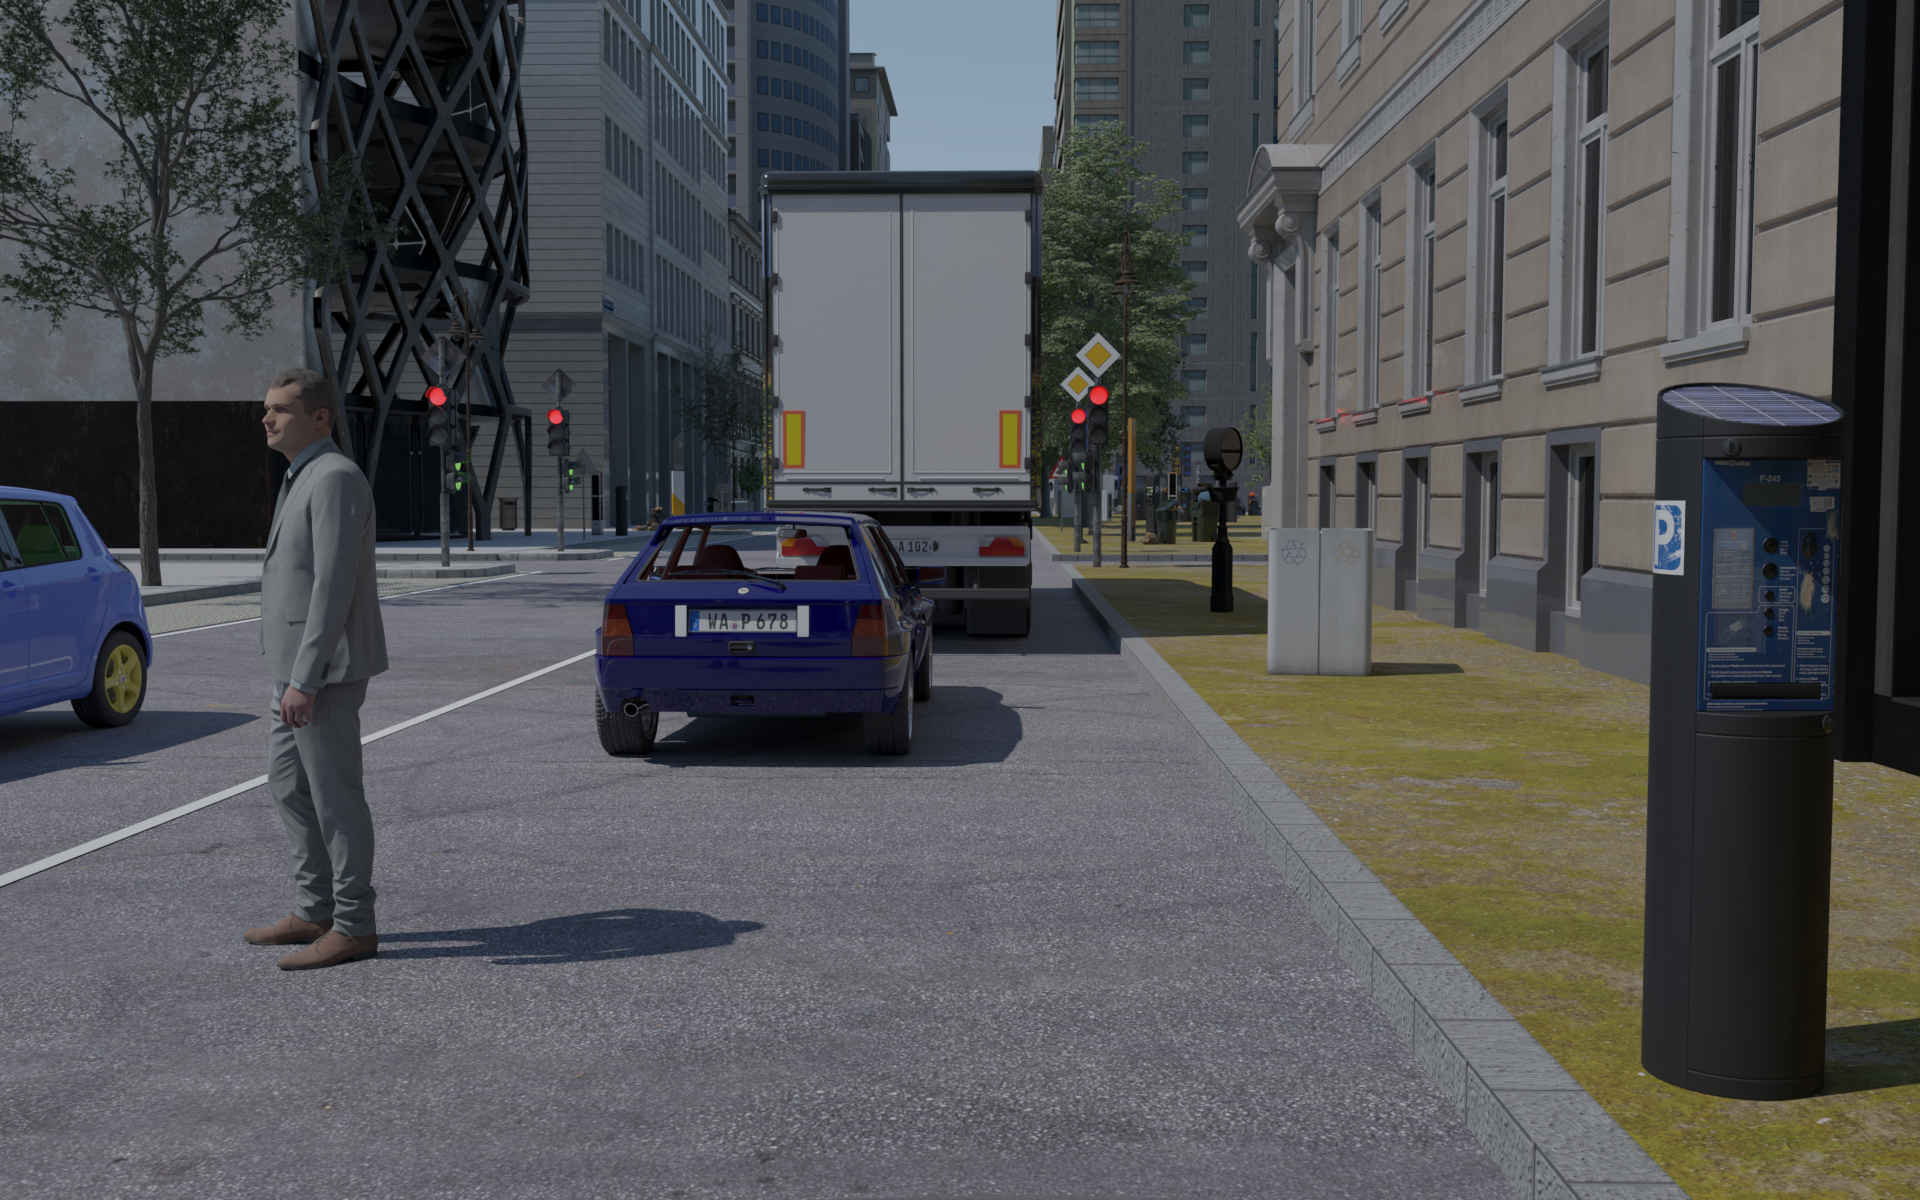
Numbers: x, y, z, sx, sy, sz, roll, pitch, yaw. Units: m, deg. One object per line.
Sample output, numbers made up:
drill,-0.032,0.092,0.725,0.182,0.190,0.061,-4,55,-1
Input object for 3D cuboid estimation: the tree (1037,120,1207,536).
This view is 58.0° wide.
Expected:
tree,3.922,-8.256,53.112,7.486,12.596,7.792,0,3,0

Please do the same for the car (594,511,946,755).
car,-1.080,0.105,10.871,1.945,1.354,3.894,0,4,2

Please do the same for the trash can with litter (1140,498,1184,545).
trash can with litter,5.132,-2.001,44.097,1.055,1.170,0.624,-2,4,-35

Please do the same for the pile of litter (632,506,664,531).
pile of litter,-10.813,-2.858,60.689,1.176,0.858,1.719,-2,4,-33

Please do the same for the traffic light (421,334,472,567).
traffic light,-9.075,-2.543,30.502,0.839,4.253,0.868,0,4,1

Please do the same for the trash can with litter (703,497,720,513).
trash can with litter,-10.087,-3.676,71.486,0.624,1.170,1.055,1,4,22

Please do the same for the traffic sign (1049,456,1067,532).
traffic sign,3.461,-3.606,58.955,0.884,2.594,0.081,1,4,9

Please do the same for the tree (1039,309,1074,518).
tree,4.669,-11.458,93.990,9.857,13.997,8.962,0,3,0

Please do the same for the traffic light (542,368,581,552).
traffic light,-8.878,-3.031,38.484,0.839,4.253,0.868,0,4,1

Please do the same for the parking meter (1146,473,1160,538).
parking meter,5.304,-2.565,47.651,0.255,1.863,0.399,3,4,37

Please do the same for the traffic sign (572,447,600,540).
traffic sign,-10.497,-2.956,48.331,0.884,2.594,0.081,0,4,2

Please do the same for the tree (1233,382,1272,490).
tree,19.697,-9.773,110.154,4.737,8.622,4.395,0,3,0

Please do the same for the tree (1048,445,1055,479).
tree,5.677,-11.820,143.617,4.737,8.622,4.395,0,3,0

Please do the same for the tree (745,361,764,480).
tree,-9.687,-8.647,91.743,4.737,8.622,4.395,0,3,0

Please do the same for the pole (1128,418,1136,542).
pole,4.632,-3.230,46.654,0.158,3.312,0.155,0,3,0

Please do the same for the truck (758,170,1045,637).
truck,-0.345,-1.941,20.654,2.839,4.237,11.283,0,4,2

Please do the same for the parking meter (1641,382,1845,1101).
parking meter,1.709,0.282,3.793,0.372,1.533,0.369,0,3,0

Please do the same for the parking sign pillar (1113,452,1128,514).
parking sign pillar,10.421,-7.396,109.392,1.447,3.967,1.447,2,4,24

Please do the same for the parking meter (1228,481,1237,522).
parking meter,12.322,-4.442,78.341,0.399,1.863,0.255,2,4,27

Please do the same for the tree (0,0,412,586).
tree,-11.428,-5.451,23.542,8.767,10.594,7.601,1,4,20

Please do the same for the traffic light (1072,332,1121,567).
traffic light,2.384,-2.527,30.236,0.839,4.253,0.868,0,4,1

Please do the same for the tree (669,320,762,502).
tree,-10.074,-7.482,72.695,4.360,8.622,3.978,0,3,0

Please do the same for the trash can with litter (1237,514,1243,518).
trash can with litter,14.195,-5.044,93.521,2.233,1.210,1.678,0,4,4

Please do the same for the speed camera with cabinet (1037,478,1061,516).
speed camera with cabinet,5.241,-6.558,101.556,0.660,3.252,2.038,-2,4,-26

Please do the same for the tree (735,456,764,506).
tree,-10.457,-5.643,86.858,1.663,3.219,1.824,0,3,0

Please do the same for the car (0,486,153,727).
car,-6.040,0.010,9.422,1.945,1.707,3.694,0,4,3

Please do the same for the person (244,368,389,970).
person,-1.965,0.200,5.325,0.391,1.810,0.635,-2,4,-32

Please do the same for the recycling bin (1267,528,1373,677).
recycling bin,2.603,0.001,12.542,0.722,1.027,0.722,1,4,11

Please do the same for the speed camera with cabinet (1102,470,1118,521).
speed camera with cabinet,6.993,-5.381,82.311,0.660,3.252,2.038,1,4,19

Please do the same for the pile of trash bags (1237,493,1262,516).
pile of trash bags,17.169,-5.710,103.118,1.912,1.369,3.447,1,4,19

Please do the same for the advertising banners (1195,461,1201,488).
advertising banners,12.934,-5.800,91.012,0.090,3.025,2.074,3,5,43

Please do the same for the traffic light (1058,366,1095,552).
traffic light,2.581,-3.015,38.219,0.839,4.253,0.868,0,4,1

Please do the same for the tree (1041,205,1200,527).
tree,4.769,-9.166,66.873,9.611,12.733,9.660,0,3,0
